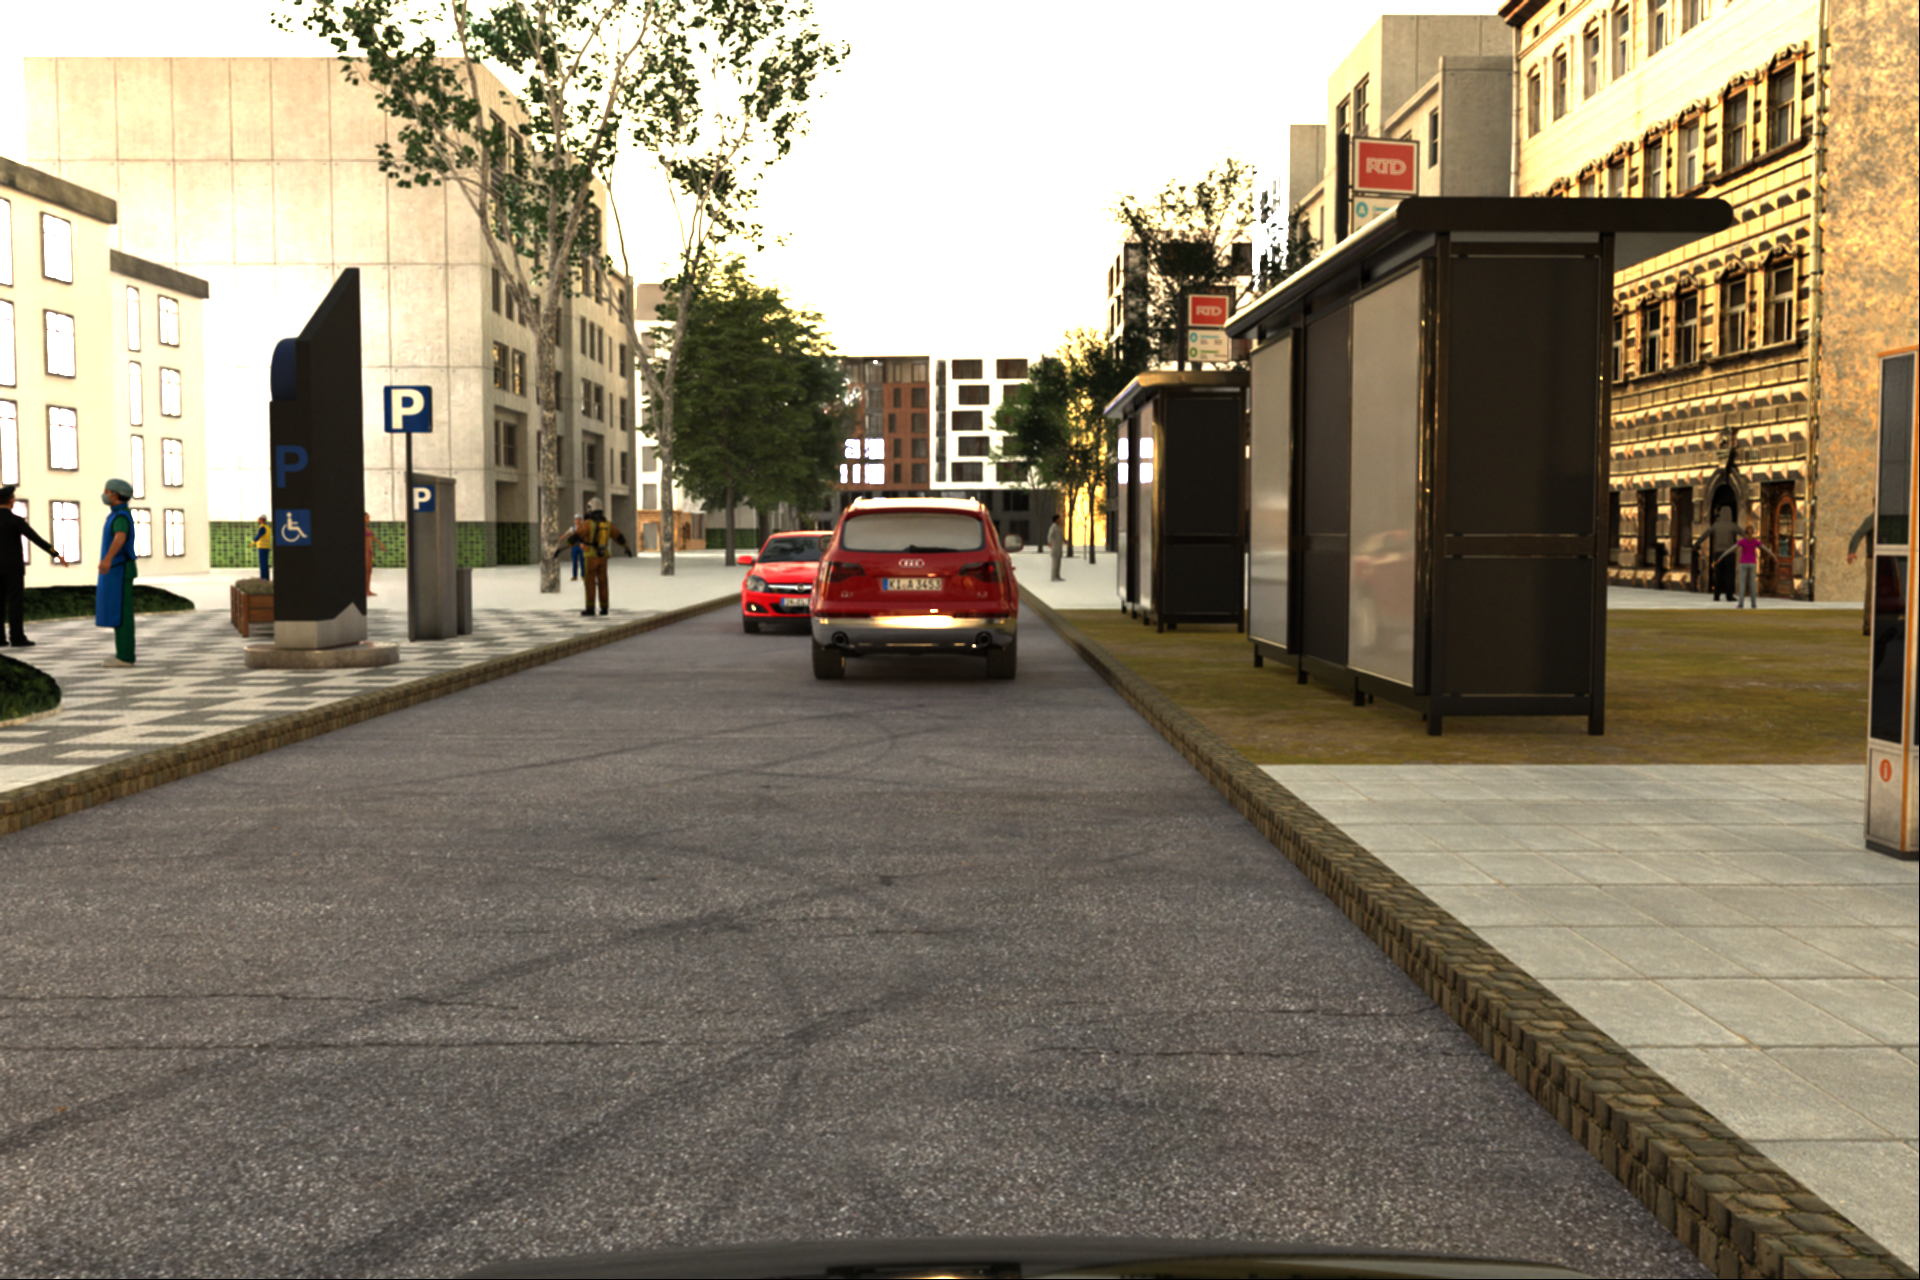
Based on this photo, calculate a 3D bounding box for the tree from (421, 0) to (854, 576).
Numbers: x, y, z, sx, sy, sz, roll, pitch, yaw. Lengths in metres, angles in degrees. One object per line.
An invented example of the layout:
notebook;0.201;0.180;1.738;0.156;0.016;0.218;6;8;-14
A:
tree;-10.069;-12.129;54.204;12.611;20.169;13.585;0;3;0

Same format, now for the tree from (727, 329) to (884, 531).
tree;-9.693;-11.862;104.315;12.009;13.543;11.850;0;3;0

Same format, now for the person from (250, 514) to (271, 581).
person;-18.883;-2.501;46.866;0.705;1.833;1.349;0;4;-4

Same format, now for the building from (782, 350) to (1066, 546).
building;-4.021;-22.044;206.847;32.646;21.610;27.936;0;4;6

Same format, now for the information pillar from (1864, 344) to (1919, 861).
information pillar;3.842;-0.146;6.876;0.304;2.012;0.304;0;4;0

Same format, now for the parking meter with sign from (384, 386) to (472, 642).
parking meter with sign;-6.473;-1.530;21.284;0.543;3.016;1.738;0;4;2

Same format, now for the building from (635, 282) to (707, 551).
building;-25.998;-16.824;131.486;16.016;20.090;11.380;0;4;-1

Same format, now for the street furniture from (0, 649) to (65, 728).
street furniture;-8.855;0.359;9.759;5.734;0.657;10.072;-1;4;-11

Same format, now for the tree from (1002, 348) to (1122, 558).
tree;6.203;-10.328;94.625;9.928;11.665;9.643;0;3;0

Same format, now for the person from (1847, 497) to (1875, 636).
person;11.642;-0.955;21.884;1.348;1.796;0.705;-2;4;-24

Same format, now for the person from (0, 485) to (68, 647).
person;-10.879;-0.848;19.807;1.347;1.837;0.705;0;4;8

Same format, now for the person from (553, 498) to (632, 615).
person;-5.778;-1.325;27.440;1.354;1.858;0.705;-3;5;-39

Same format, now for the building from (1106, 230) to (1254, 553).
building;24.932;-17.666;132.807;27.936;21.610;32.646;0;3;0

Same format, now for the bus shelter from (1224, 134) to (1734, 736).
bus shelter;3.668;-2.294;15.135;2.179;5.291;8.768;0;4;-2

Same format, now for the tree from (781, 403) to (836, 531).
tree;-9.022;-8.831;94.747;4.737;8.622;4.395;0;3;0

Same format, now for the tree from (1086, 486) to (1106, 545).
tree;17.633;-15.757;207.988;4.360;8.622;3.978;0;3;0

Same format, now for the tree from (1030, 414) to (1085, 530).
tree;5.696;-9.382;103.757;4.360;8.622;3.978;0;3;0

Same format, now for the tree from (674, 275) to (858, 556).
tree;-9.623;-10.854;84.126;9.857;13.997;8.962;0;3;0

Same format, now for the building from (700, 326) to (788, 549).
building;-26.089;-18.136;162.979;16.747;18.905;31.486;0;4;0

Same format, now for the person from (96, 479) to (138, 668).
person;-8.181;-0.653;16.796;0.704;1.817;1.347;-1;4;-23

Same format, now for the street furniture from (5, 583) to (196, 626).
street furniture;-15.303;-0.563;24.828;5.734;0.657;10.072;0;4;6

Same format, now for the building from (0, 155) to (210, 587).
building;-25.738;-6.212;43.718;9.099;9.664;28.070;0;3;0

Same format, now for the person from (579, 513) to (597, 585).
person;-9.301;-2.288;43.589;0.705;1.806;1.347;1;4;12

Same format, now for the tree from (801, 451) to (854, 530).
tree;-9.667;-10.008;113.991;4.360;8.622;3.978;0;3;0

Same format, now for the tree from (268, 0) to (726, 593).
tree;-10.359;-11.131;37.879;12.611;20.169;13.585;0;3;0

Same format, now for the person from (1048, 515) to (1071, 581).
person;2.664;-2.514;47.287;0.705;1.806;1.347;2;4;27

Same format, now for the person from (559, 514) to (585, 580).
person;-10.571;-2.576;47.968;1.347;1.847;0.705;0;4;4

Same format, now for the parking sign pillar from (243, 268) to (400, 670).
parking sign pillar;-6.289;-1.744;16.982;1.447;3.967;1.447;0;4;2

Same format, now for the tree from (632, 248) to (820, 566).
tree;-9.677;-9.264;69.597;7.486;12.596;7.792;0;3;0

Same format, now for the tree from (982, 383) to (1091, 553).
tree;5.345;-11.609;115.570;9.928;11.665;9.643;0;3;0

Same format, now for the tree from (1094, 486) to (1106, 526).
tree;17.161;-15.463;203.186;4.737;8.622;4.395;0;3;0

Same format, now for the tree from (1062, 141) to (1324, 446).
tree;6.074;-6.489;40.510;7.601;10.594;8.767;-3;5;-41

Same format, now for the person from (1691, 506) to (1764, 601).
person;14.629;-1.649;33.097;1.348;1.813;0.705;3;5;42

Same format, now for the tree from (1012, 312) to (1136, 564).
tree;5.408;-8.533;73.927;7.601;10.594;8.767;-3;5;-39

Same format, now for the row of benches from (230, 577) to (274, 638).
row of benches;-9.428;-0.483;23.361;1.422;0.672;4.104;-2;4;-24

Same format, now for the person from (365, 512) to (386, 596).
person;-12.292;-1.789;36.053;0.721;1.733;1.217;1;4;8

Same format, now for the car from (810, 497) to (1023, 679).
car;-0.437;-0.611;18.661;2.281;1.827;5.304;0;4;0

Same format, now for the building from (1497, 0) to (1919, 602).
building;25.266;-12.860;41.184;19.493;23.208;18.063;0;4;0

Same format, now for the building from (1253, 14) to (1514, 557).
building;22.601;-12.314;67.789;16.747;18.905;31.486;0;4;-1

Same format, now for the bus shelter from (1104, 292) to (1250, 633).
bus shelter;3.403;-2.990;26.524;2.179;5.291;8.768;0;4;1

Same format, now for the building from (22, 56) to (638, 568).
building;-26.269;-13.073;80.193;16.747;18.905;31.486;0;4;0

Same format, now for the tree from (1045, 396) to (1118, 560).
tree;6.264;-8.327;86.504;4.360;8.622;3.978;0;3;0

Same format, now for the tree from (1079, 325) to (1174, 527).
tree;5.707;-6.655;59.173;4.360;8.622;3.978;0;3;0

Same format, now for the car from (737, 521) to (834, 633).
car;-2.258;-1.061;26.390;2.155;1.783;4.494;0;4;-1

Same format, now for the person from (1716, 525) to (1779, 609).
person;13.591;-1.261;29.885;0.991;1.433;0.599;1;4;16
